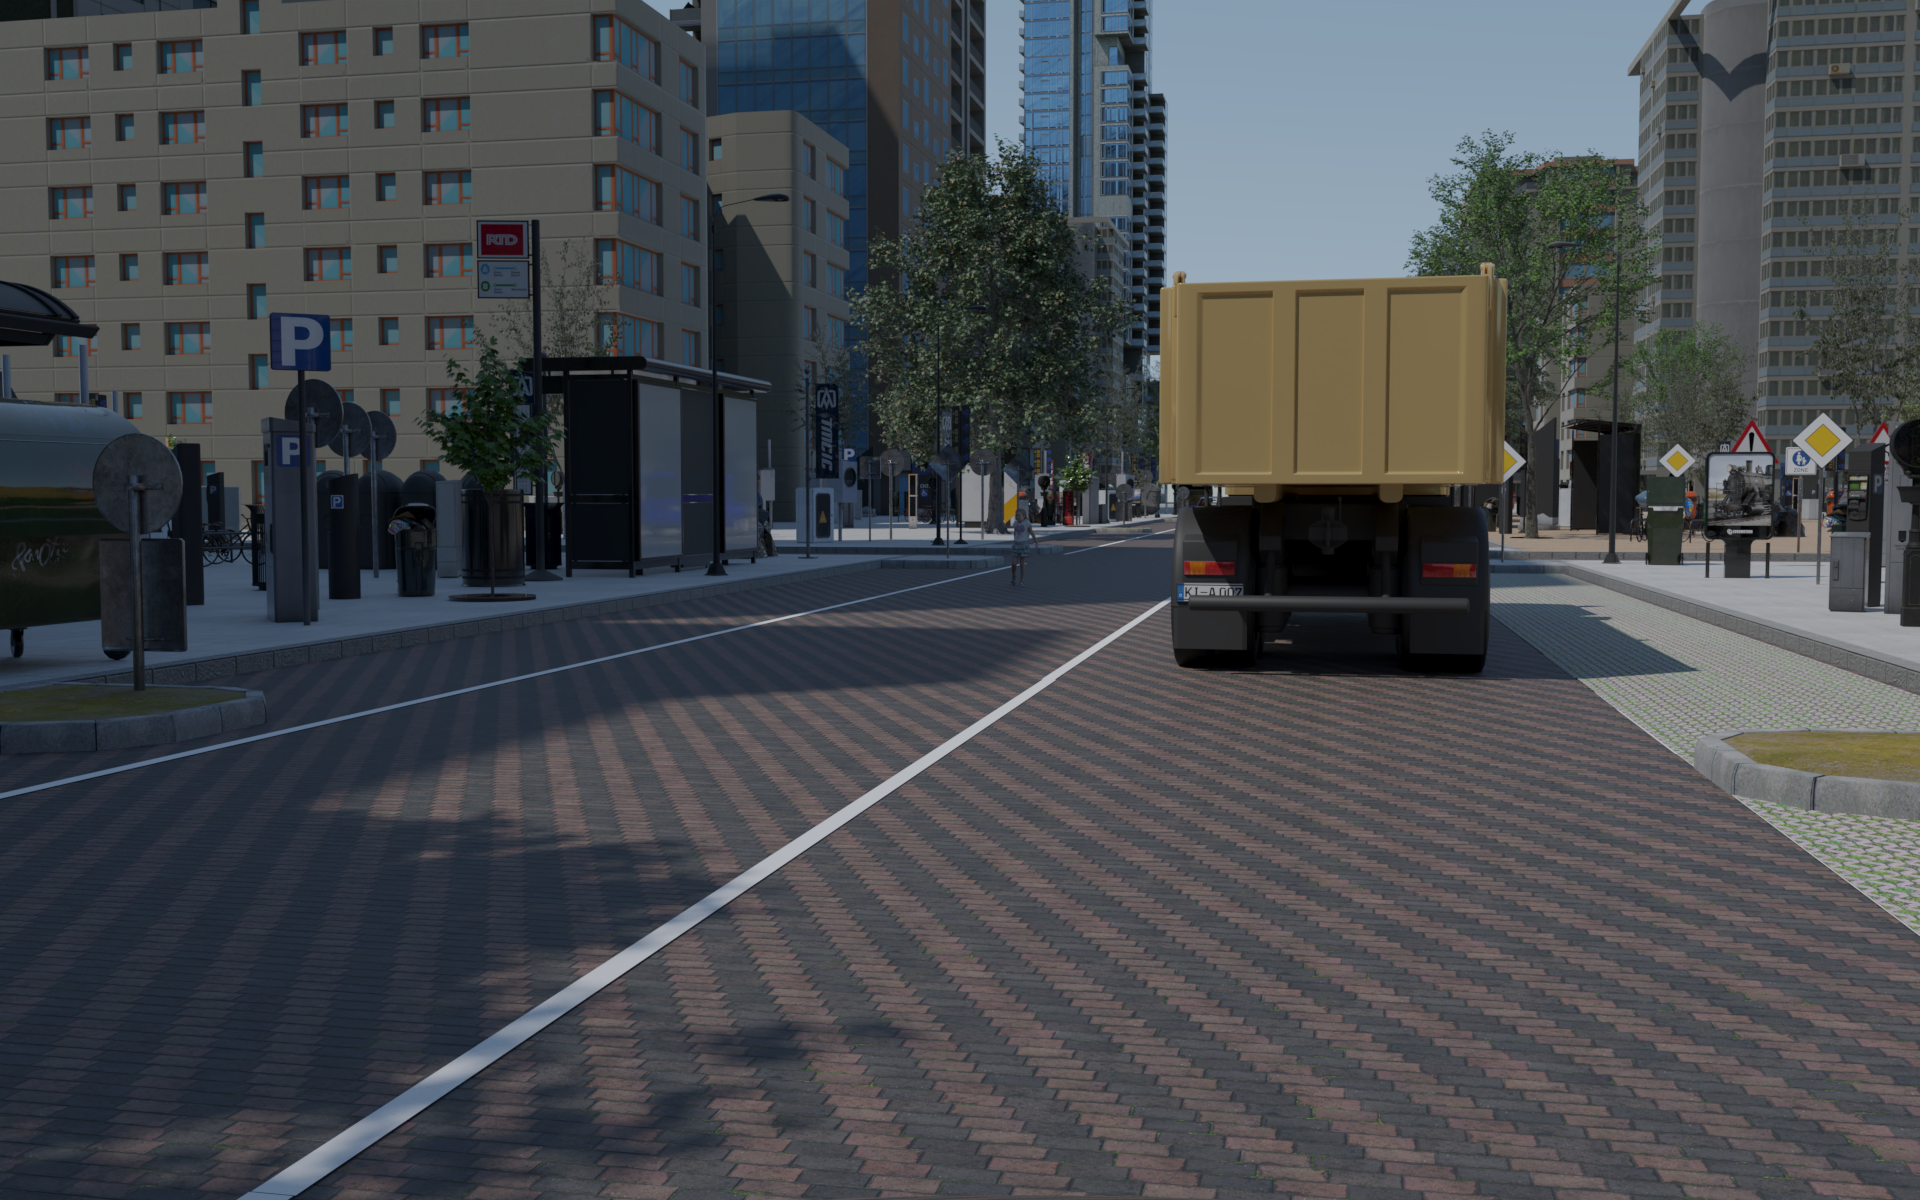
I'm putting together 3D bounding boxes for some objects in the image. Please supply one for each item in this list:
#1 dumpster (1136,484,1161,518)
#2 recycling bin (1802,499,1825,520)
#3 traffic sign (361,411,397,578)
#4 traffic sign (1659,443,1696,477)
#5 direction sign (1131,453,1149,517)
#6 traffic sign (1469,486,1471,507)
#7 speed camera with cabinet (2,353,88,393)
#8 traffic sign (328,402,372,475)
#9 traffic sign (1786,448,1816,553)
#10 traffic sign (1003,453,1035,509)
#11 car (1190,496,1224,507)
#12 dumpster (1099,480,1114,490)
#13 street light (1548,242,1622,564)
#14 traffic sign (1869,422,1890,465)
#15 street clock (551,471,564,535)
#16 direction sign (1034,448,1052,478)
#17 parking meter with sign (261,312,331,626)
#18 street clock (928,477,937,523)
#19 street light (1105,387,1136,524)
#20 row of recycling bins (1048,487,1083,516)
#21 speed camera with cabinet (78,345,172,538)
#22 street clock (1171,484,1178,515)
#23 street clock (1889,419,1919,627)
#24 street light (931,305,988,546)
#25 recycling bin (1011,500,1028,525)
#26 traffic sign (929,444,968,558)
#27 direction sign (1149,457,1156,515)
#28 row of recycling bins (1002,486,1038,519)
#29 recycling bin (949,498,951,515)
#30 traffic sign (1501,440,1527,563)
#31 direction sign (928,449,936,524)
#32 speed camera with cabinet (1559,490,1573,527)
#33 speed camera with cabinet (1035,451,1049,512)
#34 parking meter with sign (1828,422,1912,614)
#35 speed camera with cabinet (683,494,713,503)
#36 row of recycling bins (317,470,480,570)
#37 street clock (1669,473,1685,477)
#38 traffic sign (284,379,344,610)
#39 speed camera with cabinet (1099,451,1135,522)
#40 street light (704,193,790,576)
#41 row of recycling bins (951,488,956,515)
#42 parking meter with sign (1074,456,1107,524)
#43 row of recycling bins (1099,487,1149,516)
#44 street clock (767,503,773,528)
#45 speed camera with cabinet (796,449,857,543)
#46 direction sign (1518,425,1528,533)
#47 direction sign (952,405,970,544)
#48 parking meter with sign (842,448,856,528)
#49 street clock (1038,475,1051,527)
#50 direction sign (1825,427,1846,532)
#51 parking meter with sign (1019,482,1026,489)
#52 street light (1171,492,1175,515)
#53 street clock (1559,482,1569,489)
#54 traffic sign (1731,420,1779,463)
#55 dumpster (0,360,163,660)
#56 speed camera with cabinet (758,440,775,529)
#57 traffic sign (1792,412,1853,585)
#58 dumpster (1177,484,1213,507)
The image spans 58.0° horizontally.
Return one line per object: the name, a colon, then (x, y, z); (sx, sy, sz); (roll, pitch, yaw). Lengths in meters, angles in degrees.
dumpster: (10.140, -5.356, 93.337); (1.264, 1.857, 1.865); (1, 4, 12)
recycling bin: (41.989, -4.455, 85.397); (0.722, 1.027, 0.722); (0, 4, -2)
traffic sign: (-8.942, -1.611, 26.450); (0.768, 2.556, 0.104); (1, 4, 18)
traffic sign: (16.353, -2.346, 39.539); (0.795, 2.450, 0.064); (1, 4, 17)
direction sign: (9.890, -6.376, 96.252); (0.876, 3.537, 0.379); (-1, 4, -17)
traffic sign: (11.835, -2.237, 40.223); (0.795, 2.450, 0.064); (1, 4, 12)
speed camera with cabinet: (-12.981, -1.882, 25.113); (2.038, 3.252, 0.660); (-2, 4, -24)
traffic sign: (-8.479, -1.459, 23.964); (0.768, 2.556, 0.104); (1, 4, 16)
traffic sign: (18.387, -2.189, 37.917); (0.606, 2.300, 0.079); (1, 4, 20)
traffic sign: (1.429, -2.374, 42.457); (0.795, 2.450, 0.064); (1, 4, 12)
car: (10.411, -3.565, 70.861); (1.945, 1.354, 3.894); (1, 4, 10)
dumpster: (8.833, -6.422, 107.492); (1.502, 2.255, 1.985); (1, 4, 12)
street light: (11.506, -3.632, 31.922); (1.470, 5.913, 1.316); (1, 4, 12)
traffic sign: (16.686, -1.919, 31.383); (0.884, 2.594, 0.081); (1, 4, 17)
street clock: (-12.713, -3.075, 54.839); (0.471, 2.002, 0.358); (3, 5, 41)
direction sign: (4.039, -5.678, 84.825); (0.876, 3.537, 0.379); (1, 4, 10)
parking meter with sign: (-6.772, -1.302, 17.544); (0.543, 3.016, 1.738); (-2, 4, -29)
street clock: (-1.132, -4.305, 74.955); (0.471, 2.002, 0.358); (1, 4, 9)
street light: (6.899, -6.270, 75.060); (1.470, 5.913, 1.316); (1, 4, 12)
row of recycling bins: (5.749, -5.916, 103.831); (3.534, 1.692, 1.069); (2, 4, 32)
speed camera with cabinet: (-11.722, -1.799, 23.743); (0.660, 3.252, 2.038); (0, 4, 7)
street clock: (13.093, -6.156, 105.220); (0.471, 2.002, 0.358); (-1, 4, -19)
street clock: (9.231, -0.744, 16.728); (0.471, 2.002, 0.358); (1, 4, 20)
street light: (-0.009, -4.304, 42.907); (1.470, 5.913, 1.316); (1, 4, 12)
recycling bin: (2.379, -3.655, 72.313); (0.722, 1.027, 0.722); (-2, 4, -29)
traffic sign: (-0.239, -1.896, 34.648); (0.795, 2.450, 0.064); (1, 4, 12)
direction sign: (11.547, -6.955, 105.706); (0.876, 3.537, 0.379); (-1, 4, -21)
row of recycling bins: (1.834, -4.709, 84.105); (3.534, 1.692, 1.069); (0, 4, -4)
recycling bin: (-0.450, -5.843, 108.085); (0.722, 1.027, 0.722); (0, 4, 4)
traffic sign: (10.167, -1.760, 32.413); (0.795, 2.450, 0.064); (1, 4, 12)
direction sign: (-1.166, -4.967, 73.208); (0.379, 3.537, 0.876); (0, 4, 4)
speed camera with cabinet: (24.105, -4.475, 67.502); (2.038, 3.252, 0.660); (-3, 5, -41)
speed camera with cabinet: (3.831, -5.211, 79.531); (0.660, 3.252, 2.038); (1, 4, 10)
parking meter with sign: (10.275, -1.357, 18.453); (1.738, 3.016, 0.543); (2, 4, 33)
speed camera with cabinet: (-8.112, -3.630, 53.691); (2.038, 3.252, 0.660); (0, 3, 0)
row of recycling bins: (-9.464, -1.377, 29.634); (3.534, 1.692, 1.069); (1, 4, 10)
street clock: (22.645, -3.071, 54.780); (0.358, 2.002, 0.471); (-1, 4, -20)
traffic sign: (-7.153, -1.165, 19.154); (0.768, 2.556, 0.104); (1, 4, 17)
speed camera with cabinet: (7.183, -5.211, 79.531); (0.660, 3.252, 2.038); (3, 5, 43)
street light: (-3.315, -3.332, 27.015); (1.470, 5.913, 1.316); (1, 4, 12)
row of recycling bins: (1.101, -6.037, 105.818); (3.534, 1.692, 1.069); (-1, 4, -22)
parking meter with sign: (5.596, -4.740, 73.768); (0.543, 3.016, 1.738); (3, 5, 41)
row of recycling bins: (9.172, -5.705, 100.394); (3.534, 1.692, 1.069); (0, 4, 0)
street clock: (-7.173, -3.715, 65.303); (0.358, 2.002, 0.471); (-2, 4, -25)
speed camera with cabinet: (-3.526, -3.155, 45.920); (0.660, 3.252, 2.038); (2, 4, 32)
direction sign: (18.548, -3.967, 56.859); (0.379, 3.537, 0.876); (3, 5, 43)
direction sign: (0.020, -3.199, 44.299); (0.379, 3.537, 0.876); (-2, 4, -29)
parking meter with sign: (-4.255, -4.278, 66.213); (0.543, 3.016, 1.738); (0, 4, -5)
street clock: (3.271, -3.840, 67.358); (0.471, 2.002, 0.358); (-3, 4, -36)
direction sign: (29.634, -4.079, 58.687); (0.876, 3.537, 0.379); (-1, 4, -22)
parking meter with sign: (4.023, -7.140, 112.996); (0.543, 3.016, 1.738); (0, 4, -5)
street light: (13.816, -8.229, 107.084); (1.470, 5.913, 1.316); (1, 4, 12)
street clock: (36.255, -6.082, 104.007); (0.471, 2.002, 0.358); (0, 4, -5)
traffic sign: (13.852, -1.858, 30.374); (0.884, 2.594, 0.081); (1, 4, 18)
dumpster: (-7.069, -0.620, 12.628); (1.502, 2.255, 1.985); (1, 4, 12)
speed camera with cabinet: (-7.381, -4.232, 63.530); (0.660, 3.252, 2.038); (-2, 4, -25)
traffic sign: (12.159, -1.425, 24.477); (0.795, 2.450, 0.064); (1, 4, 13)
dumpster: (12.944, -5.530, 95.365); (1.985, 2.255, 1.502); (1, 4, 10)
